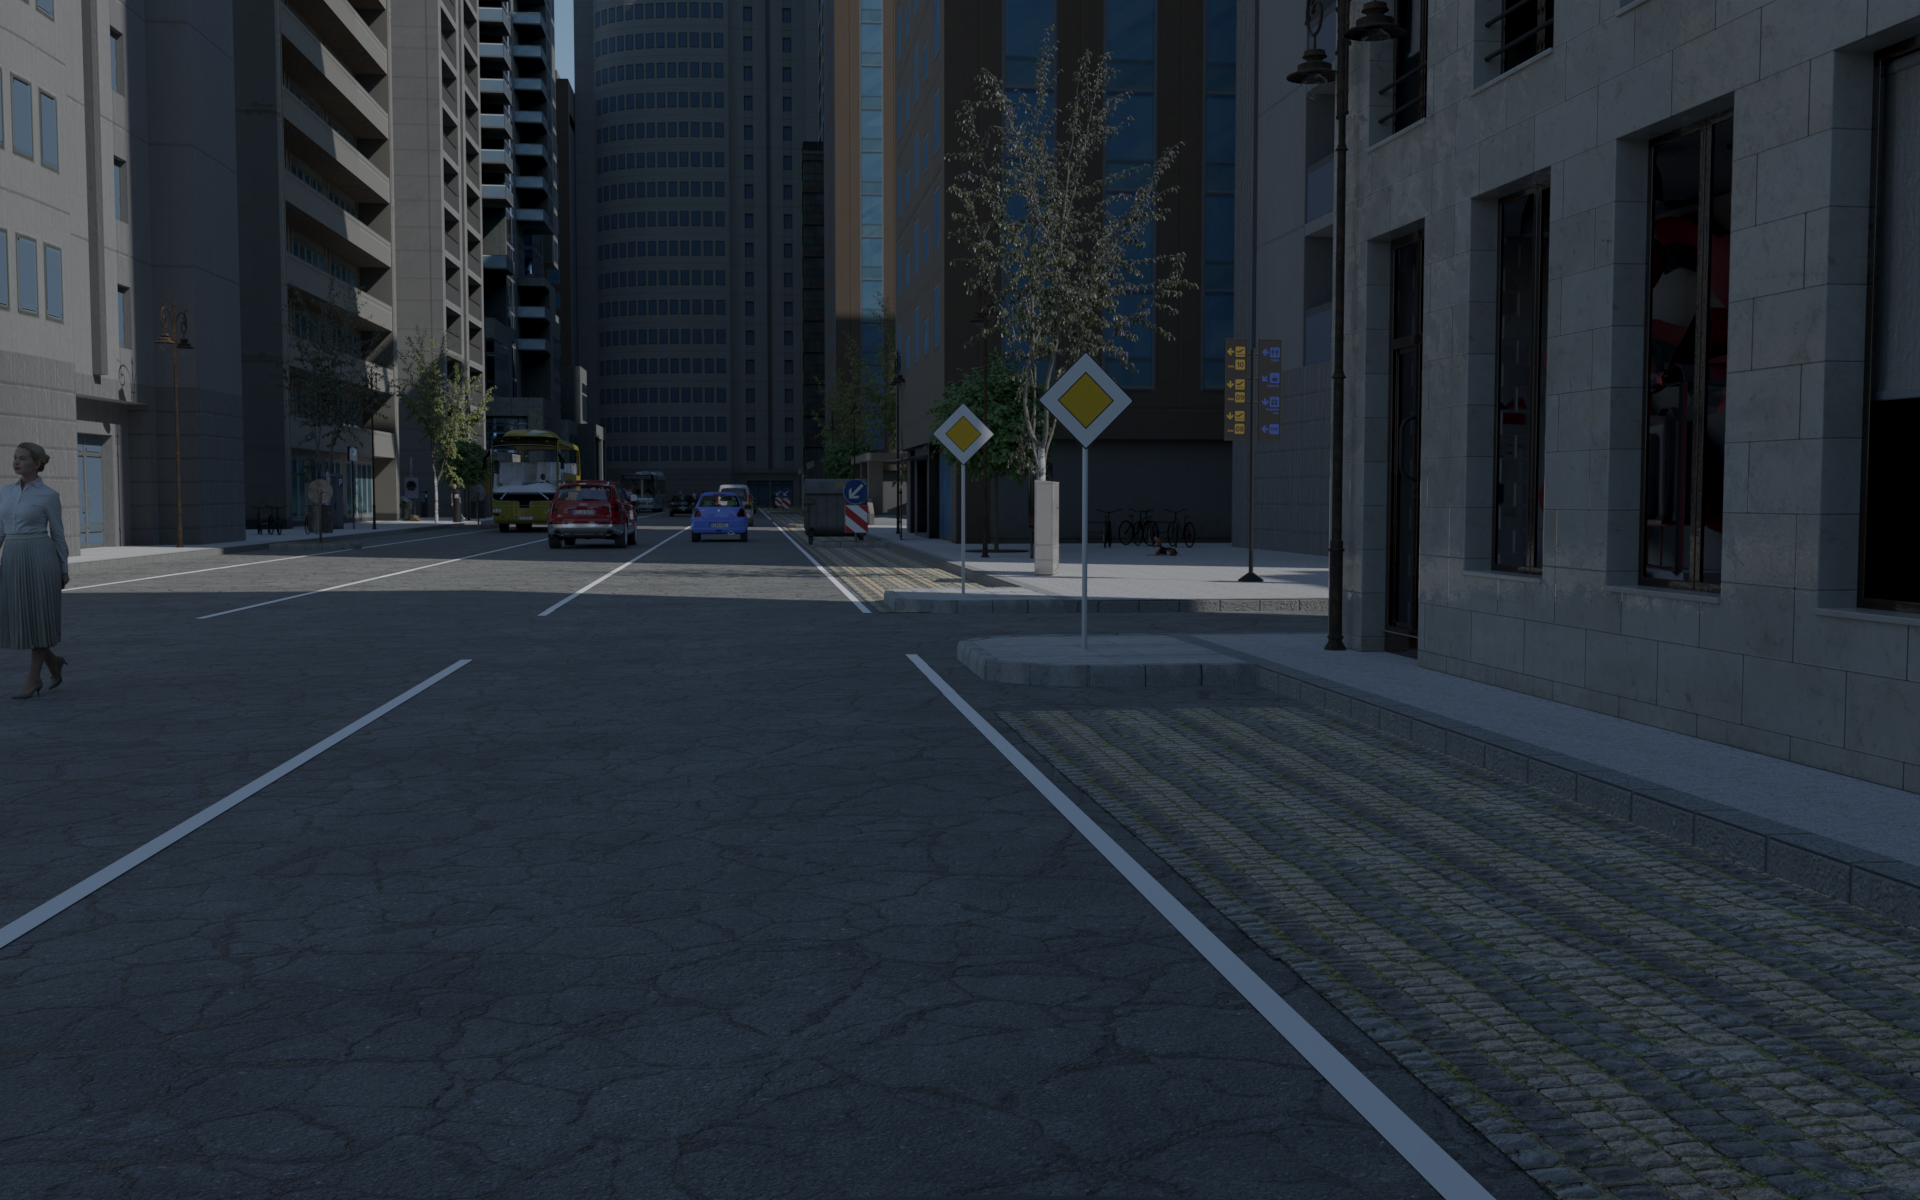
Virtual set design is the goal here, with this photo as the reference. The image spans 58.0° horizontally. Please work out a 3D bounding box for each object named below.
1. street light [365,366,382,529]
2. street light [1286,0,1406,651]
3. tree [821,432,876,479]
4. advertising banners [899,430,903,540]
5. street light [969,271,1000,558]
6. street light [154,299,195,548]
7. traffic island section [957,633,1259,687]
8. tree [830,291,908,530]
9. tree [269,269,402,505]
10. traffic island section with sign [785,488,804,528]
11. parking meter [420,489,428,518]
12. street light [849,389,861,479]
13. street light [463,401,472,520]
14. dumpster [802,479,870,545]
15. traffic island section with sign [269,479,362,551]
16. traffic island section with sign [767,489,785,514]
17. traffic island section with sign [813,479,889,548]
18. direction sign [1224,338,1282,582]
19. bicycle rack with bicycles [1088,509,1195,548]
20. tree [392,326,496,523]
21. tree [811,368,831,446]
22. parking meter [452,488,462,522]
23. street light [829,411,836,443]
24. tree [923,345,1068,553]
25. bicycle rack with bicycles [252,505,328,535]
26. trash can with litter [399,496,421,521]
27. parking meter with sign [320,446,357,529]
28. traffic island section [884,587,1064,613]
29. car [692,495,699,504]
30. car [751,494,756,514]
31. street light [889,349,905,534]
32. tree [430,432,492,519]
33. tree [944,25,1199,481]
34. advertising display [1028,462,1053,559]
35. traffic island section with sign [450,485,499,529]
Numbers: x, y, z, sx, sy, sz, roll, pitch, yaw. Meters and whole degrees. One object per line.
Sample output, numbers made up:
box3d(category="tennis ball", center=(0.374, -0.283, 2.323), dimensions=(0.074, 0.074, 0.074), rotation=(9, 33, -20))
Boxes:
box3d(category="street light", center=(-21.306, -5.508, 62.842), dimensions=(0.468, 5.910, 1.993), rotation=(0, 4, -7))
box3d(category="street light", center=(3.092, -2.526, 14.091), dimensions=(0.468, 5.910, 1.993), rotation=(0, 4, -7))
box3d(category="tree", center=(-5.842, -6.641, 92.297), dimensions=(4.285, 4.588, 4.351), rotation=(0, 3, 0))
box3d(category="advertising banners", center=(-1.644, -3.192, 48.371), dimensions=(0.090, 3.025, 2.074), rotation=(0, 4, -2))
box3d(category="street light", center=(0.508, -3.793, 34.807), dimensions=(0.468, 5.910, 1.993), rotation=(0, 4, -7))
box3d(category="street light", center=(-18.675, -4.190, 41.299), dimensions=(0.468, 5.910, 1.993), rotation=(0, 4, -7))
box3d(category="traffic island section", center=(1.073, 0.487, 14.321), dimensions=(2.009, 0.180, 2.903), rotation=(0, 4, -7))
box3d(category="tree", center=(-2.065, -6.789, 61.358), dimensions=(4.737, 8.622, 4.395), rotation=(0, 3, 0))
box3d(category="tree", center=(-20.974, -6.561, 57.633), dimensions=(4.360, 8.622, 3.978), rotation=(0, 3, 0))
box3d(category="traffic island section with sign", center=(-6.303, -3.969, 73.523), dimensions=(1.989, 1.847, 2.006), rotation=(0, 4, -7))
box3d(category="parking meter", center=(-29.237, -5.266, 94.509), dimensions=(0.372, 1.533, 0.369), rotation=(0, 3, 0))
box3d(category="street light", center=(-4.632, -6.313, 76.002), dimensions=(0.468, 5.910, 1.993), rotation=(0, 4, -7))
box3d(category="street light", center=(-23.902, -6.808, 84.103), dimensions=(0.468, 5.910, 1.993), rotation=(0, 4, -7))
box3d(category="dumpster", center=(-3.521, -2.493, 48.973), dimensions=(1.865, 1.857, 1.264), rotation=(0, 4, -8))
box3d(category="traffic island section with sign", center=(-16.677, -2.222, 44.962), dimensions=(1.989, 1.847, 2.006), rotation=(0, 4, -7))
box3d(category="traffic island section with sign", center=(-12.499, -7.009, 123.222), dimensions=(1.989, 1.847, 2.006), rotation=(0, 4, -7))
box3d(category="traffic island section with sign", center=(-2.961, -2.330, 46.720), dimensions=(1.989, 1.847, 2.006), rotation=(0, 4, -7))
box3d(category="direction sign", center=(4.274, -2.040, 25.344), dimensions=(0.876, 3.537, 0.379), rotation=(-1, 4, -13))
box3d(category="bicycle rack with bicycles", center=(4.210, -1.759, 42.135), dimensions=(2.852, 0.926, 2.925), rotation=(-1, 4, -10))
box3d(category="tree", center=(-22.839, -7.687, 76.042), dimensions=(4.737, 8.622, 4.395), rotation=(0, 3, 0))
box3d(category="tree", center=(-6.682, -9.158, 100.095), dimensions=(4.737, 8.622, 4.395), rotation=(0, 3, 0))
box3d(category="parking meter", center=(-22.773, -4.282, 78.420), dimensions=(0.372, 1.533, 0.369), rotation=(0, 3, 0))
box3d(category="street light", center=(-7.095, -7.573, 96.612), dimensions=(0.468, 5.910, 1.993), rotation=(0, 4, -7))
box3d(category="tree", center=(0.894, -3.343, 38.364), dimensions=(4.285, 4.588, 4.351), rotation=(0, 3, 0))
box3d(category="bicycle rack with bicycles", center=(-21.250, -2.538, 54.874), dimensions=(2.852, 0.926, 2.925), rotation=(-1, 4, -14))
box3d(category="trash can with litter", center=(-25.870, -4.294, 81.589), dimensions=(1.055, 1.170, 0.624), rotation=(1, 4, 21))
box3d(category="parking meter with sign", center=(-22.953, -4.100, 63.297), dimensions=(1.738, 3.016, 0.543), rotation=(1, 4, 9))
box3d(category="traffic island section", center=(0.085, 0.002, 22.245), dimensions=(2.009, 0.180, 2.903), rotation=(0, 4, -7))
box3d(category="car", center=(-25.089, -9.145, 162.097), dimensions=(1.945, 1.354, 3.894), rotation=(0, 4, -8))
box3d(category="car", center=(-16.017, -7.305, 128.228), dimensions=(1.959, 1.807, 4.718), rotation=(-1, 4, -9))
box3d(category="street light", center=(-1.985, -5.054, 55.414), dimensions=(0.468, 5.910, 1.993), rotation=(0, 4, -7))
box3d(category="tree", center=(-25.798, -6.500, 89.981), dimensions=(4.285, 4.588, 4.351), rotation=(0, 3, 0))
box3d(category="tree", center=(1.520, -4.771, 28.373), dimensions=(4.360, 8.622, 3.978), rotation=(0, 3, 0))
box3d(category="advertising display", center=(1.618, -1.811, 34.821), dimensions=(0.123, 1.923, 0.974), rotation=(2, 4, 26))
box3d(category="traffic island section with sign", center=(-20.047, -3.880, 72.059), dimensions=(1.989, 1.847, 2.006), rotation=(0, 4, -7))
